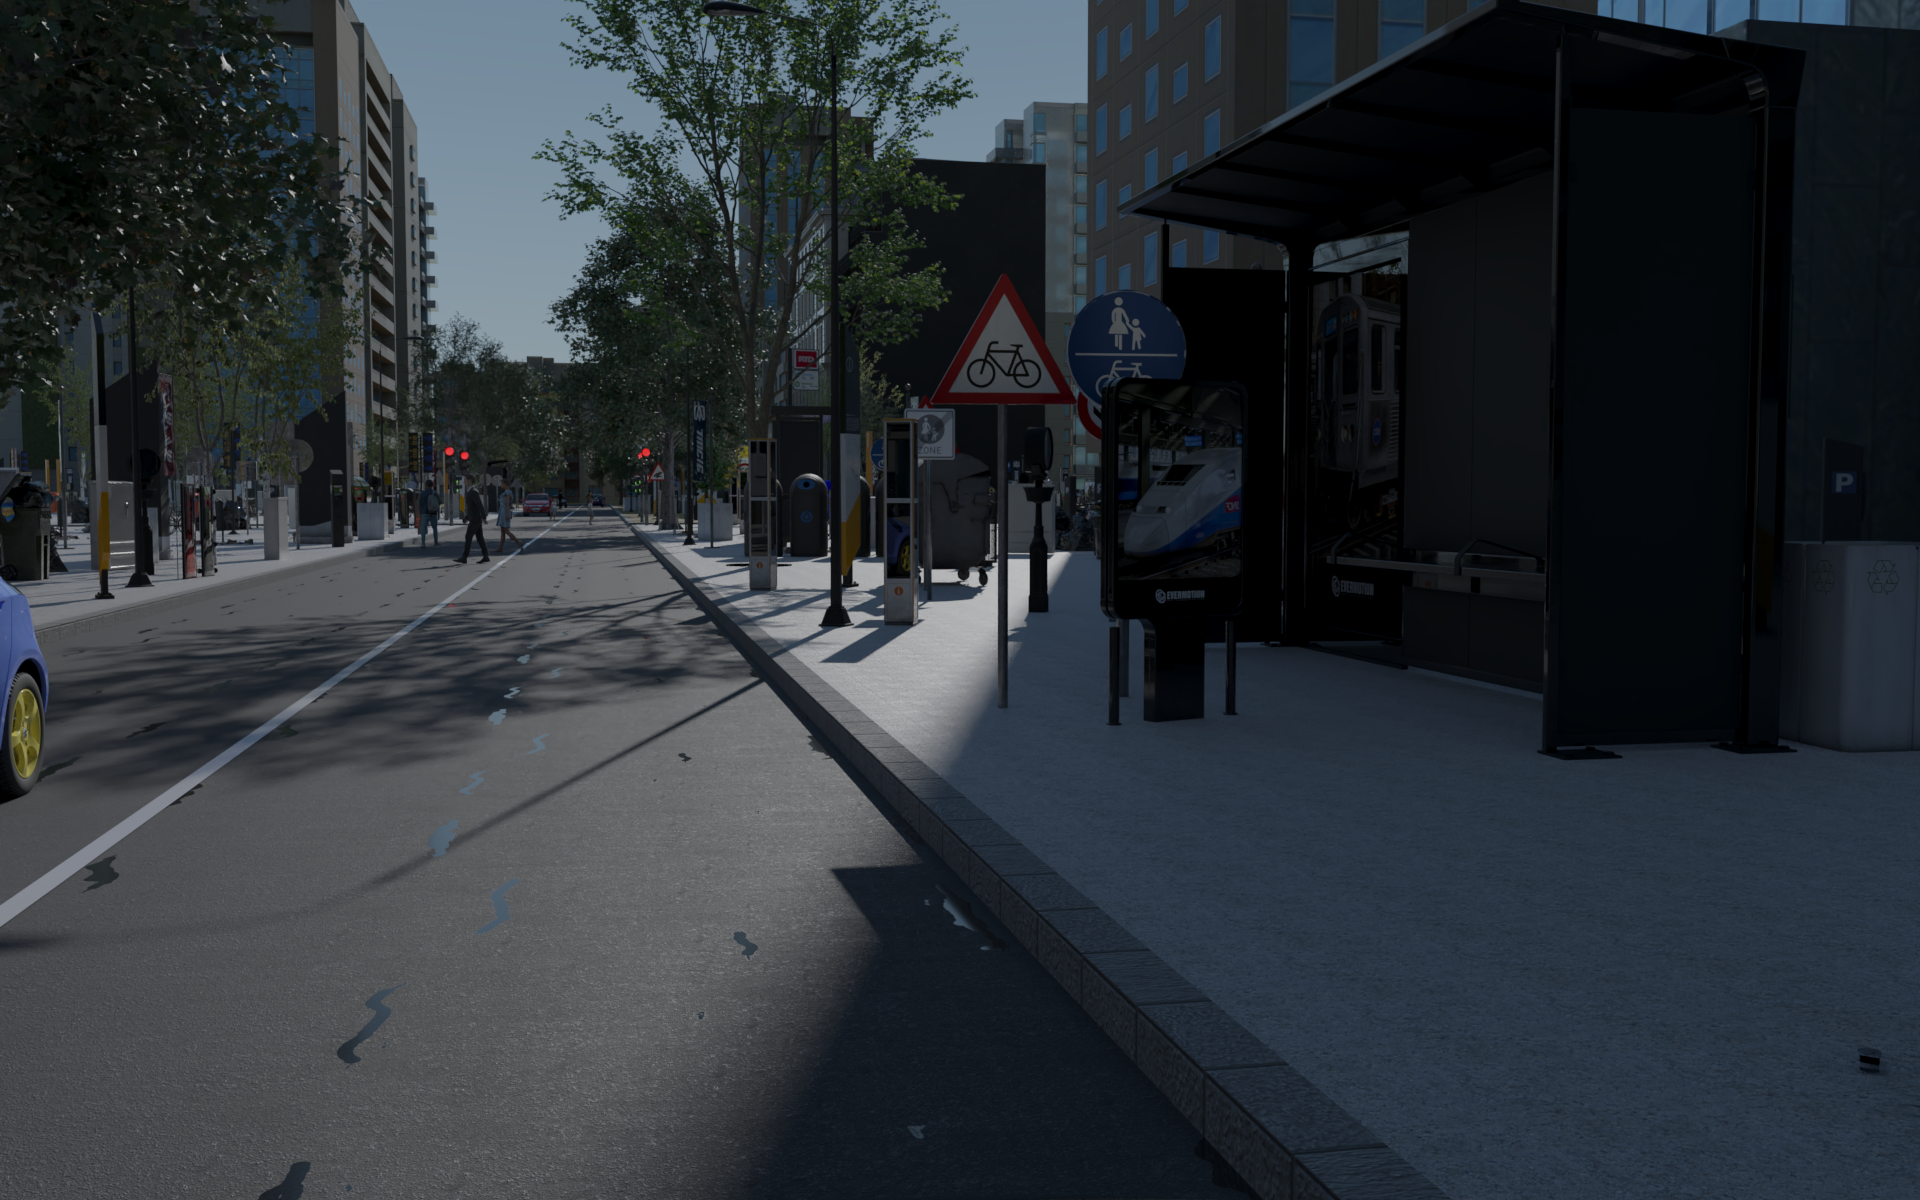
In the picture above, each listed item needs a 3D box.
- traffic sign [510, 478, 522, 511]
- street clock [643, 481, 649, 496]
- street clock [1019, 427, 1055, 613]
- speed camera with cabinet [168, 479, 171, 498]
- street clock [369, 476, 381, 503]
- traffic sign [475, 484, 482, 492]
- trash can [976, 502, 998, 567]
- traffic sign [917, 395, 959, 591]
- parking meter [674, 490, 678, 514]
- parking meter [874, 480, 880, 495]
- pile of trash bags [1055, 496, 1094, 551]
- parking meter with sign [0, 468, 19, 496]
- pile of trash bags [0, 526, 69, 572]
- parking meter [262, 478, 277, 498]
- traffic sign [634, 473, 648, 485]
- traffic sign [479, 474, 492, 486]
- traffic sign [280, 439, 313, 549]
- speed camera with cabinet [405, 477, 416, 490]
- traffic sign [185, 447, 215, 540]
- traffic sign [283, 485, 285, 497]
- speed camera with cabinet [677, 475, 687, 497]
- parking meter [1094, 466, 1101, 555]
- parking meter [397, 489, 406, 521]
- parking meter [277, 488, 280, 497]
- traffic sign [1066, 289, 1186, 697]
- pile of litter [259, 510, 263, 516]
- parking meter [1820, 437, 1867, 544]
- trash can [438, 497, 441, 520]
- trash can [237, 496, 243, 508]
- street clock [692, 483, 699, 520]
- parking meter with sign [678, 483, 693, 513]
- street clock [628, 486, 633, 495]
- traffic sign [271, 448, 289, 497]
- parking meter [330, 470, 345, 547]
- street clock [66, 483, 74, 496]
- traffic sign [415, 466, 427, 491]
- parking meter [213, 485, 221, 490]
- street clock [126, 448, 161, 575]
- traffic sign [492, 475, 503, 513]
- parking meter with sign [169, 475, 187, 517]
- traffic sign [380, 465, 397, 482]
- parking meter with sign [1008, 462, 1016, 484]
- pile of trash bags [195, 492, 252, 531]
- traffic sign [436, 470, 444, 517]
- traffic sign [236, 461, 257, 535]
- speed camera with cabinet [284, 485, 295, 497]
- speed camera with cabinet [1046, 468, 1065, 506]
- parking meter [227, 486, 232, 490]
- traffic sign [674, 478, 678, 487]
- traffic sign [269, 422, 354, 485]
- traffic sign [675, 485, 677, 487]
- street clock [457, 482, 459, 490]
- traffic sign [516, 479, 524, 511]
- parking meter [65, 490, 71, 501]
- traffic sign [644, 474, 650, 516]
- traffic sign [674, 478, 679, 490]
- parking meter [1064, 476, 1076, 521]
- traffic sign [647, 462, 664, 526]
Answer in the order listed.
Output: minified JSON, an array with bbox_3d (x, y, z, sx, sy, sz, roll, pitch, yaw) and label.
[{"bbox_3d":[-34.263,-8.176,133.679,0.884,2.594,0.081,-1,4,-11],"label":"traffic sign"},{"bbox_3d":[-17.241,-5.544,95.212,0.358,2.002,0.471,0,4,-2],"label":"street clock"},{"bbox_3d":[0.854,-0.869,18.778,0.358,2.002,0.471,1,4,15],"label":"street clock"},{"bbox_3d":[-48.909,-6.773,105.079,2.038,3.252,0.660,1,4,19],"label":"speed camera with cabinet"},{"bbox_3d":[-23.140,-3.918,68.631,0.471,2.002,0.358,1,4,22],"label":"street clock"},{"bbox_3d":[-41.298,-9.086,148.561,0.884,2.594,0.081,-1,4,-9],"label":"traffic sign"},{"bbox_3d":[0.360,-1.171,30.800,0.748,1.137,0.748,0,3,0],"label":"trash can"},{"bbox_3d":[-0.454,-1.400,22.891,0.884,2.594,0.081,0,4,-6],"label":"traffic sign"},{"bbox_3d":[-18.532,-6.385,112.803,0.372,1.533,0.369,0,3,0],"label":"parking meter"},{"bbox_3d":[-3.392,-4.058,72.061,0.255,1.863,0.399,1,4,13],"label":"parking meter"},{"bbox_3d":[2.599,-1.877,40.438,1.912,1.369,3.447,-2,4,-24],"label":"pile of trash bags"},{"bbox_3d":[-27.555,-3.285,49.973,1.738,3.016,0.543,-1,4,-16],"label":"parking meter with sign"},{"bbox_3d":[-15.549,-1.130,28.233,1.912,1.369,3.447,-1,4,-12],"label":"pile of trash bags"},{"bbox_3d":[-23.163,-3.206,58.128,0.255,1.863,0.399,3,5,42],"label":"parking meter"},{"bbox_3d":[-18.064,-5.994,98.107,0.768,2.556,0.104,0,4,-8],"label":"traffic sign"},{"bbox_3d":[-29.377,-6.555,107.272,0.768,2.556,0.104,0,4,-3],"label":"traffic sign"},{"bbox_3d":[-15.409,-2.455,40.239,0.768,2.556,0.104,0,4,-5],"label":"traffic sign"},{"bbox_3d":[-39.934,-8.177,128.022,2.038,3.252,0.660,-2,4,-32],"label":"speed camera with cabinet"},{"bbox_3d":[-20.660,-2.874,47.094,0.768,2.556,0.104,0,4,-5],"label":"traffic sign"},{"bbox_3d":[-22.026,-3.320,56.407,0.606,2.300,0.079,0,4,-3],"label":"traffic sign"},{"bbox_3d":[-19.155,-7.912,123.691,2.038,3.252,0.660,-2,4,-33],"label":"speed camera with cabinet"},{"bbox_3d":[3.024,-1.867,36.236,0.399,1.863,0.255,3,5,42],"label":"parking meter"},{"bbox_3d":[-26.315,-4.478,81.632,0.372,1.533,0.369,0,3,0],"label":"parking meter"},{"bbox_3d":[-29.688,-4.091,75.293,0.372,1.533,0.369,0,3,0],"label":"parking meter"},{"bbox_3d":[1.031,-0.660,10.901,0.768,2.556,0.104,0,4,-8],"label":"traffic sign"},{"bbox_3d":[-40.172,-5.338,101.240,1.719,0.858,1.176,-1,4,-12],"label":"pile of litter"},{"bbox_3d":[9.121,-0.746,17.901,0.399,1.863,0.255,1,4,20],"label":"parking meter"},{"bbox_3d":[-24.444,-4.197,80.272,0.748,1.137,0.748,0,3,0],"label":"trash can"},{"bbox_3d":[-52.913,-7.090,127.581,0.748,1.137,0.748,0,3,0],"label":"trash can"},{"bbox_3d":[-12.866,-4.887,84.471,0.358,2.002,0.471,1,4,20],"label":"street clock"},{"bbox_3d":[-18.136,-7.302,115.651,1.738,3.016,0.543,0,4,-8],"label":"parking meter with sign"},{"bbox_3d":[-27.692,-8.629,145.650,0.471,2.002,0.358,3,5,45],"label":"street clock"},{"bbox_3d":[-18.652,-2.904,47.585,0.768,2.556,0.104,0,4,-5],"label":"traffic sign"},{"bbox_3d":[-15.069,-2.214,41.912,0.255,1.863,0.399,-2,4,-28],"label":"parking meter"},{"bbox_3d":[-57.291,-6.542,111.529,0.471,2.002,0.358,2,4,26],"label":"street clock"},{"bbox_3d":[-24.632,-4.861,79.586,0.768,2.556,0.104,0,4,-5],"label":"traffic sign"},{"bbox_3d":[-46.658,-6.305,108.802,0.255,1.863,0.399,3,4,36],"label":"parking meter"},{"bbox_3d":[-12.881,-1.394,27.370,0.471,2.002,0.358,-3,5,-41],"label":"street clock"},{"bbox_3d":[-30.666,-7.016,114.816,0.768,2.556,0.104,0,4,-4],"label":"traffic sign"},{"bbox_3d":[-44.499,-6.283,98.980,1.738,3.016,0.543,1,4,21],"label":"parking meter with sign"},{"bbox_3d":[-25.181,-4.653,76.078,0.884,2.594,0.081,-1,4,-10],"label":"traffic sign"},{"bbox_3d":[2.774,-5.992,94.229,0.543,3.016,1.738,1,4,21],"label":"parking meter with sign"},{"bbox_3d":[-26.365,-3.129,60.904,1.912,1.369,3.447,0,4,0],"label":"pile of trash bags"},{"bbox_3d":[-27.797,-5.654,92.444,0.884,2.594,0.081,-1,4,-11],"label":"traffic sign"},{"bbox_3d":[-22.149,-3.161,53.807,0.606,2.300,0.079,0,4,-5],"label":"traffic sign"},{"bbox_3d":[-24.904,-4.413,66.493,2.038,3.252,0.660,-2,4,-33],"label":"speed camera with cabinet"},{"bbox_3d":[6.251,-7.264,113.108,2.038,3.252,0.660,-1,4,-18],"label":"speed camera with cabinet"},{"bbox_3d":[-49.808,-6.884,118.269,0.399,1.863,0.255,0,4,7],"label":"parking meter"},{"bbox_3d":[-21.063,-7.757,126.937,0.768,2.556,0.104,-1,4,-11],"label":"traffic sign"},{"bbox_3d":[-18.229,-3.355,48.721,2.265,3.308,0.079,0,4,-7],"label":"traffic sign"},{"bbox_3d":[-21.296,-7.846,128.289,0.884,2.594,0.081,-1,4,-12],"label":"traffic sign"},{"bbox_3d":[-30.142,-6.088,104.107,0.358,2.002,0.471,-2,4,-31],"label":"street clock"},{"bbox_3d":[-34.415,-8.184,134.995,0.795,2.450,0.064,0,4,-7],"label":"traffic sign"},{"bbox_3d":[-53.975,-5.897,104.834,0.372,1.533,0.369,0,3,0],"label":"parking meter"},{"bbox_3d":[-18.859,-6.324,103.503,0.768,2.556,0.104,0,4,-5],"label":"traffic sign"},{"bbox_3d":[-21.213,-7.853,128.495,0.768,2.556,0.104,0,4,-3],"label":"traffic sign"},{"bbox_3d":[3.574,-3.082,56.109,0.255,1.863,0.399,-2,4,-26],"label":"parking meter"},{"bbox_3d":[-12.090,-4.251,69.503,0.884,2.594,0.081,0,4,-4],"label":"traffic sign"}]
